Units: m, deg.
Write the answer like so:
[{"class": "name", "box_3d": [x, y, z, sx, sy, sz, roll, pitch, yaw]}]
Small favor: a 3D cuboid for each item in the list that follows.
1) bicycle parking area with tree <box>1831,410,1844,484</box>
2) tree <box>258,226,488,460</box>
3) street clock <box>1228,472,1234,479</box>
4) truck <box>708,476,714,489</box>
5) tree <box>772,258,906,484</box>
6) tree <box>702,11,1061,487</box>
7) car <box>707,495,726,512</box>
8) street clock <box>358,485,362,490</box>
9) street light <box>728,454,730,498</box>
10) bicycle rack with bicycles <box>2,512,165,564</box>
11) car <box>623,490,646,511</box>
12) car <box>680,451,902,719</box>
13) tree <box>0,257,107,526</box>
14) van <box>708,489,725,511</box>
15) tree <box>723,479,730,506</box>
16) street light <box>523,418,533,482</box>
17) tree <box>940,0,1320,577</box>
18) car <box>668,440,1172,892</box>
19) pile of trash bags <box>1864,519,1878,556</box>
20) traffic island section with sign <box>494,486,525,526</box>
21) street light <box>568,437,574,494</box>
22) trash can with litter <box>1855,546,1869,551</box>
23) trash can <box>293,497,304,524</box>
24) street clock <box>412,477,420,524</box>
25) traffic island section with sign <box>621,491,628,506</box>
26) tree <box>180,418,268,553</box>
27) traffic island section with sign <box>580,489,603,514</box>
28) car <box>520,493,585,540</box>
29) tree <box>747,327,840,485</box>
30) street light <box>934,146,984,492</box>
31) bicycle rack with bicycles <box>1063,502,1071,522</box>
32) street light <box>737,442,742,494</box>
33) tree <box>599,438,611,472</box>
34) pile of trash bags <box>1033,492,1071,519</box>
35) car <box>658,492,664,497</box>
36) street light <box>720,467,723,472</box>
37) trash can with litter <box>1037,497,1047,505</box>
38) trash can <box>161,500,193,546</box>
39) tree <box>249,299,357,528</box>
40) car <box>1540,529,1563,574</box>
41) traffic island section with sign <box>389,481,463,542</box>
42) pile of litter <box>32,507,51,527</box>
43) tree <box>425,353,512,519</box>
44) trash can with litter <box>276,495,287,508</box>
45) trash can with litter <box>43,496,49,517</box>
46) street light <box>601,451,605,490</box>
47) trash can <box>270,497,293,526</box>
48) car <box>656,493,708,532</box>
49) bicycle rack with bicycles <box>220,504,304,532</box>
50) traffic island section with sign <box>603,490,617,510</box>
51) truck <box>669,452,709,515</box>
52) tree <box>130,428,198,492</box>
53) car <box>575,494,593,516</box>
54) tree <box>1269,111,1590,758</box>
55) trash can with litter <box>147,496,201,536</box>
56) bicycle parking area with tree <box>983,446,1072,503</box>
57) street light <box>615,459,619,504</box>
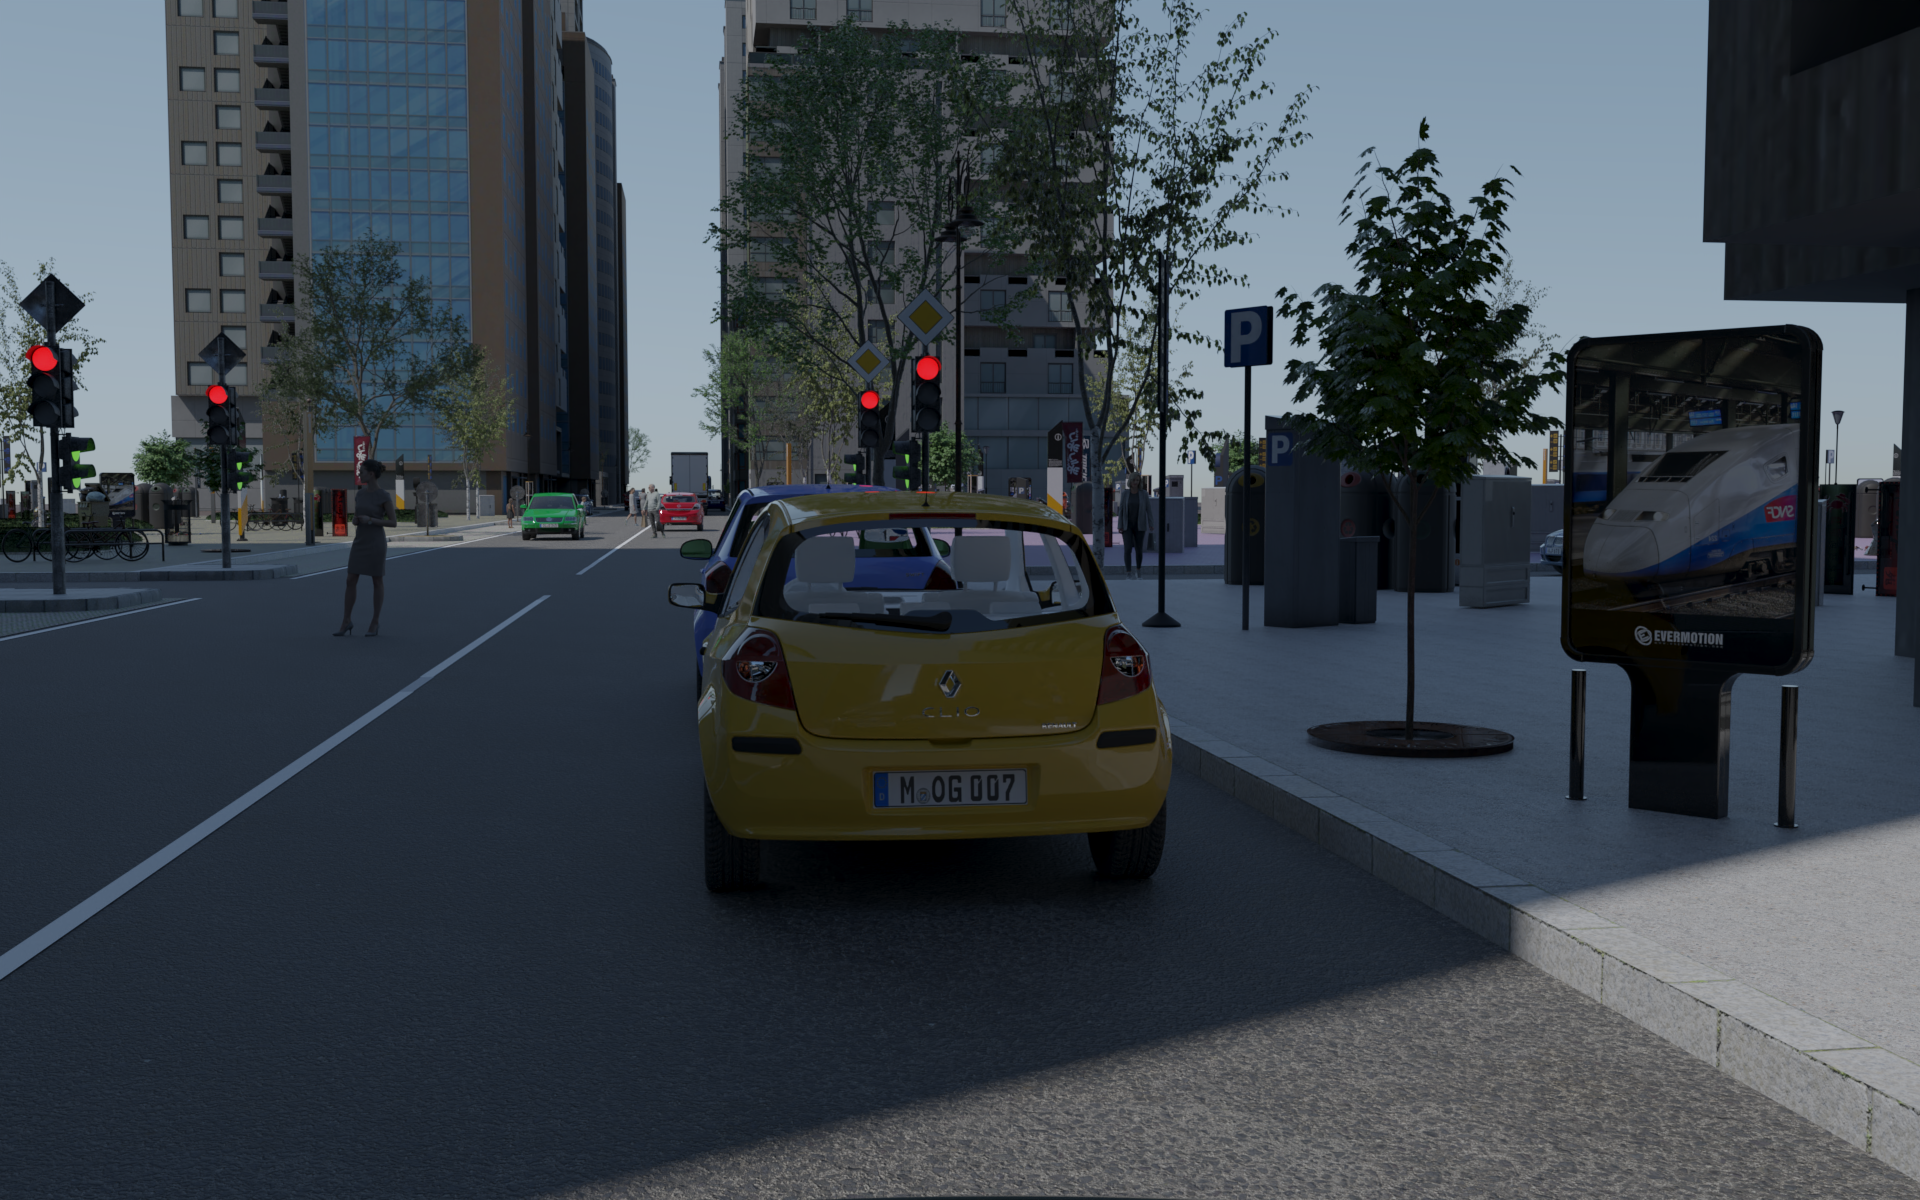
[{"class": "bicycle parking area with tree", "box_3d": [27.674, -4.382, 58.648, 8.231, 4.147, 9.016, -1, 4, -9]}, {"class": "tree", "box_3d": [-20.124, -7.665, 59.742, 8.767, 10.594, 7.601, 0, 4, 5]}, {"class": "street clock", "box_3d": [9.029, -3.243, 57.594, 0.358, 2.002, 0.471, 0, 4, 2]}, {"class": "truck", "box_3d": [-36.881, -15.794, 247.997, 2.967, 4.110, 18.799, 0, 4, -7]}, {"class": "tree", "box_3d": [-3.910, -6.374, 54.585, 4.737, 8.622, 4.395, 0, 3, 0]}, {"class": "tree", "box_3d": [-1.613, -6.779, 36.598, 9.928, 11.665, 9.643, 0, 3, 0]}, {"class": "car", "box_3d": [-20.130, -7.916, 142.013, 1.945, 1.354, 3.894, -1, 4, -10]}, {"class": "street clock", "box_3d": [-35.515, -5.991, 102.520, 0.358, 2.002, 0.471, -1, 4, -20]}, {"class": "street light", "box_3d": [-26.214, -13.691, 196.642, 0.468, 5.910, 1.993, -1, 4, -9]}, {"class": "bicycle rack with bicycles", "box_3d": [-16.661, -1.203, 33.053, 2.925, 0.926, 2.852, -3, 5, -43]}, {"class": "car", "box_3d": [-28.072, -8.661, 150.282, 2.281, 1.827, 5.304, -1, 4, -10]}, {"class": "car", "box_3d": [-0.980, -0.151, 12.067, 1.945, 1.707, 3.694, 0, 4, -8]}, {"class": "tree", "box_3d": [-28.512, -6.278, 53.007, 4.737, 8.622, 4.395, 0, 3, 0]}, {"class": "van", "box_3d": [-21.259, -8.711, 149.441, 2.013, 2.044, 4.112, -1, 4, -9]}, {"class": "tree", "box_3d": [-25.134, -11.879, 188.816, 1.663, 3.219, 1.824, 0, 3, 0]}, {"class": "street light", "box_3d": [-26.434, -8.150, 106.045, 0.468, 5.910, 1.993, -1, 4, -9]}, {"class": "tree", "box_3d": [1.668, -4.242, 19.722, 4.360, 8.622, 3.978, 0, 3, 0]}, {"class": "car", "box_3d": [-0.301, 0.151, 7.759, 2.015, 1.641, 3.980, 0, 4, -8]}, {"class": "pile of trash bags", "box_3d": [19.674, -1.589, 35.739, 1.912, 1.369, 3.447, 3, 5, 39]}, {"class": "traffic island section with sign", "box_3d": [-20.256, -4.329, 79.408, 1.989, 1.847, 2.006, -1, 4, -9]}, {"class": "street light", "box_3d": [-31.470, -10.230, 140.052, 0.468, 5.910, 1.993, -1, 4, -9]}, {"class": "trash can with litter", "box_3d": [20.703, -1.796, 40.418, 1.678, 1.210, 2.233, 3, 4, 37]}, {"class": "trash can", "box_3d": [-28.316, -3.841, 74.448, 0.748, 1.137, 0.748, 0, 3, 0]}, {"class": "street clock", "box_3d": [-23.304, -4.266, 74.312, 0.358, 2.002, 0.471, -1, 4, -9]}, {"class": "traffic island section with sign", "box_3d": [-40.039, -12.302, 209.766, 1.989, 1.847, 2.006, -1, 4, -9]}, {"class": "tree", "box_3d": [-16.197, -2.666, 38.189, 1.663, 3.219, 1.824, 0, 3, 0]}, {"class": "traffic island section with sign", "box_3d": [-27.525, -7.256, 127.260, 1.989, 1.847, 2.006, -1, 4, -9]}, {"class": "car", "box_3d": [-12.918, -2.830, 55.059, 1.959, 1.807, 4.718, -1, 4, -10]}, {"class": "tree", "box_3d": [-6.934, -7.663, 75.656, 4.360, 8.622, 3.978, 0, 3, 0]}, {"class": "street light", "box_3d": [-0.022, -3.100, 23.475, 0.468, 5.910, 1.993, -1, 4, -9]}, {"class": "bicycle rack with bicycles", "box_3d": [4.788, -3.934, 77.704, 2.925, 0.926, 2.852, 0, 4, -7]}, {"class": "street light", "box_3d": [-18.829, -10.711, 147.910, 0.468, 5.910, 1.993, -1, 4, -9]}, {"class": "tree", "box_3d": [-38.200, -13.886, 177.398, 4.360, 8.622, 3.978, 0, 3, 0]}, {"class": "pile of trash bags", "box_3d": [3.510, -4.532, 83.848, 3.447, 1.369, 1.912, 0, 4, 3]}, {"class": "car", "box_3d": [-28.014, -9.250, 160.834, 1.945, 1.707, 3.694, -1, 4, -9]}, {"class": "street light", "box_3d": [-31.335, -15.739, 230.112, 0.468, 5.910, 1.993, -1, 4, -9]}, {"class": "trash can with litter", "box_3d": [3.469, -3.476, 68.228, 1.055, 1.170, 0.624, -1, 4, -9]}, {"class": "trash can", "box_3d": [-19.488, -1.925, 43.134, 0.748, 1.137, 0.748, 0, 3, 0]}, {"class": "tree", "box_3d": [-24.991, -7.066, 65.890, 4.360, 8.622, 3.978, 0, 3, 0]}, {"class": "car", "box_3d": [12.452, -1.122, 30.354, 4.499, 1.417, 2.014, -1, 4, -10]}, {"class": "traffic island section with sign", "box_3d": [-16.211, -2.695, 52.695, 1.989, 1.847, 2.006, -1, 4, -9]}, {"class": "pile of litter", "box_3d": [-30.484, -2.689, 57.935, 1.176, 0.858, 1.719, -1, 4, -8]}, {"class": "tree", "box_3d": [-25.353, -8.547, 90.106, 4.360, 8.622, 3.978, 0, 3, 0]}, {"class": "trash can with litter", "box_3d": [-35.179, -4.884, 90.917, 2.233, 1.210, 1.678, -1, 4, -22]}, {"class": "trash can with litter", "box_3d": [-44.090, -4.438, 83.611, 1.678, 1.210, 2.233, -1, 4, -15]}, {"class": "street light", "box_3d": [-38.743, -13.152, 187.819, 0.468, 5.910, 1.993, -1, 4, -9]}, {"class": "trash can", "box_3d": [-27.070, -3.503, 68.923, 0.748, 1.137, 0.748, 0, 3, 0]}, {"class": "car", "box_3d": [-10.962, -3.598, 67.863, 2.155, 1.783, 4.494, 0, 4, -8]}, {"class": "bicycle rack with bicycles", "box_3d": [-24.257, -2.878, 60.442, 2.925, 0.926, 2.852, -2, 4, -29]}, {"class": "traffic island section with sign", "box_3d": [-31.684, -8.936, 154.726, 1.989, 1.847, 2.006, -1, 4, -9]}, {"class": "truck", "box_3d": [-18.819, -8.046, 120.464, 2.839, 4.237, 11.283, -1, 4, -9]}, {"class": "tree", "box_3d": [-39.691, -6.289, 86.534, 4.285, 4.588, 4.351, 0, 3, 0]}, {"class": "car", "box_3d": [-25.672, -6.397, 116.600, 2.014, 1.417, 4.499, -1, 4, -9]}, {"class": "tree", "box_3d": [2.447, -0.871, 8.843, 1.663, 3.219, 1.824, 0, 3, 0]}, {"class": "trash can with litter", "box_3d": [-24.658, -2.637, 54.164, 1.678, 1.210, 2.233, -1, 4, -17]}, {"class": "bicycle parking area with tree", "box_3d": [4.166, -7.179, 104.384, 8.231, 4.147, 9.016, 0, 4, 6]}, {"class": "street light", "box_3d": [-43.875, -15.199, 221.288, 0.468, 5.910, 1.993, -1, 4, -9]}]
